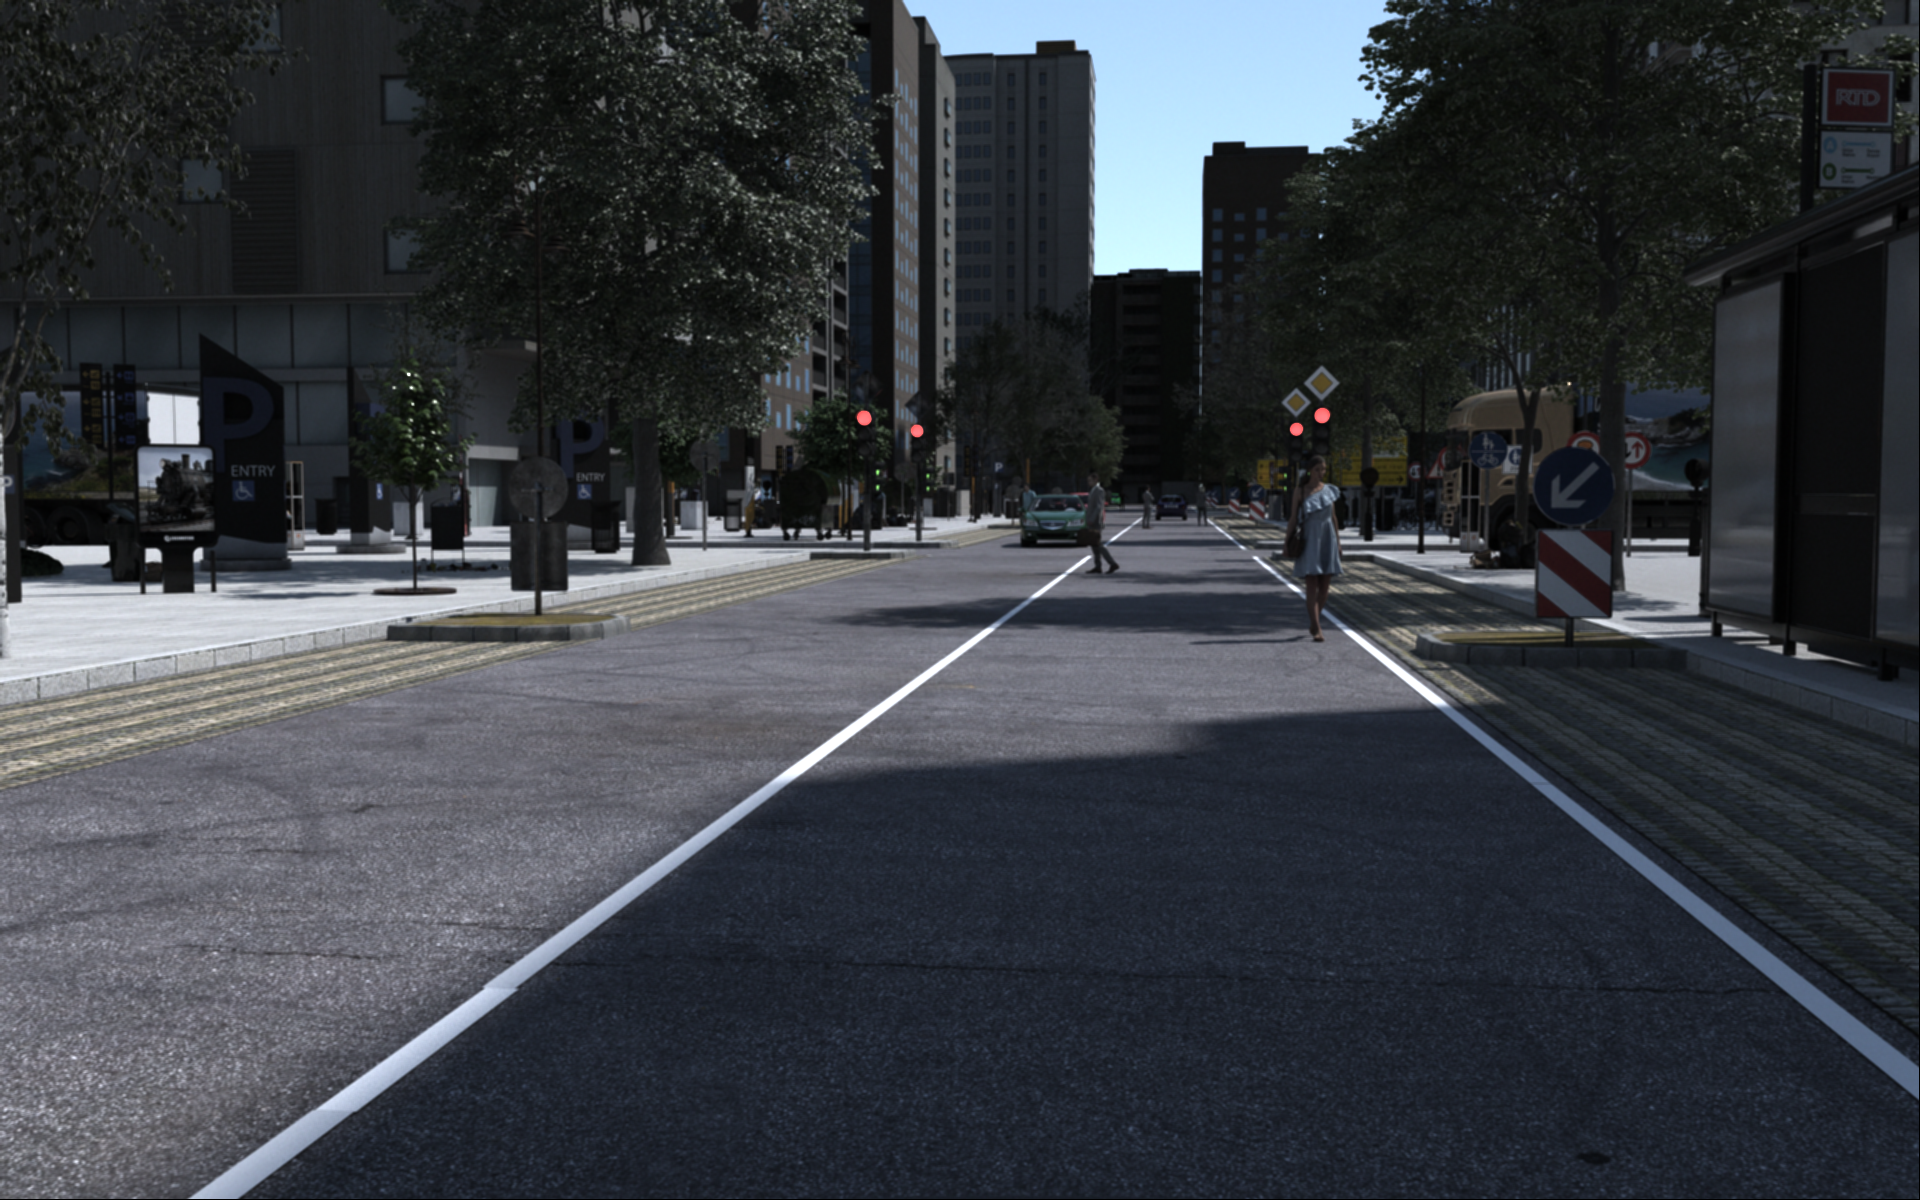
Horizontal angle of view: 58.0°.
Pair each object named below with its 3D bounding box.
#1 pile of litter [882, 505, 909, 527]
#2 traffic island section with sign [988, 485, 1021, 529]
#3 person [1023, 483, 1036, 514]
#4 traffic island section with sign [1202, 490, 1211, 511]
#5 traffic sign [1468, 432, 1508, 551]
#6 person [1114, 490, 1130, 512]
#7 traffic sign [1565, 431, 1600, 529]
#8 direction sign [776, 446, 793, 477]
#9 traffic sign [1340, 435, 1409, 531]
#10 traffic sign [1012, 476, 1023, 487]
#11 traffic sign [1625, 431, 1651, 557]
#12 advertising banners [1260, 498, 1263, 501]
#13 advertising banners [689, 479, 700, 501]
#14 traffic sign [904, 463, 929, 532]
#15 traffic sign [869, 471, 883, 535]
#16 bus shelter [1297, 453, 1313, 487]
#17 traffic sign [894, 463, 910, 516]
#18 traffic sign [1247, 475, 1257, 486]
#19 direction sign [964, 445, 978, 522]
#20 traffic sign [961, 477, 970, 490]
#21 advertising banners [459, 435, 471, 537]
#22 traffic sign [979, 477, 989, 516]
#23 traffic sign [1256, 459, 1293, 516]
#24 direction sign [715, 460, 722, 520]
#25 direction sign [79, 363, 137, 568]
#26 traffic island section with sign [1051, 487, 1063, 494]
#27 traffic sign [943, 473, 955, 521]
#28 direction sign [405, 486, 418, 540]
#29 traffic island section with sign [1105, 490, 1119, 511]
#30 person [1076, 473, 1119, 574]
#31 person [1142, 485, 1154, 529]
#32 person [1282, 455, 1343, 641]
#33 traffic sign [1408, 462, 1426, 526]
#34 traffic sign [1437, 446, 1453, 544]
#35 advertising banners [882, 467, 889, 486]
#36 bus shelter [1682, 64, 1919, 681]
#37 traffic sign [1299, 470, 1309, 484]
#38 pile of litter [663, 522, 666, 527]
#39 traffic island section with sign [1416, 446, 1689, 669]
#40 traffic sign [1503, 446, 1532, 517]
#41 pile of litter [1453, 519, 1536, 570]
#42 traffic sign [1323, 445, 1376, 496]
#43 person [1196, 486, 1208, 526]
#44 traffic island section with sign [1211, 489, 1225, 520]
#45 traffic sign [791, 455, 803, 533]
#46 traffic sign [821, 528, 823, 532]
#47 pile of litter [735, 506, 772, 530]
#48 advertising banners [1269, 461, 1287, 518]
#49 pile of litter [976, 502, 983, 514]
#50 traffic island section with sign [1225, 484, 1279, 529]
[{"bbox_3d":[-2.767,-3.269,67.412,1.719,0.858,1.176,-1,4,-19],"label":"pile of litter"},{"bbox_3d":[2.224,-3.843,71.466,1.989,1.847,2.006,0,4,7],"label":"traffic island section with sign"},{"bbox_3d":[2.466,-3.158,60.156,0.660,1.820,0.620,3,5,39],"label":"person"},{"bbox_3d":[21.411,-8.452,146.825,1.989,1.847,2.006,0,4,7],"label":"traffic island section with sign"},{"bbox_3d":[10.772,-2.158,35.396,0.768,2.556,0.104,1,4,13],"label":"traffic sign"},{"bbox_3d":[12.890,-7.873,137.739,1.217,1.766,0.721,1,4,16],"label":"person"},{"bbox_3d":[12.600,-2.133,34.988,0.768,2.556,0.104,1,4,14],"label":"traffic sign"},{"bbox_3d":[-8.192,-5.439,80.929,0.876,3.537,0.379,1,4,21],"label":"direction sign"},{"bbox_3d":[14.222,-4.014,59.498,2.265,3.308,0.079,1,4,15],"label":"traffic sign"},{"bbox_3d":[4.015,-7.451,121.934,0.768,2.556,0.104,1,4,9],"label":"traffic sign"},{"bbox_3d":[13.615,-2.146,35.197,0.768,2.556,0.104,1,4,10],"label":"traffic sign"},{"bbox_3d":[17.893,-6.518,102.753,0.090,3.025,2.074,2,4,28],"label":"advertising banners"},{"bbox_3d":[-14.013,-5.833,91.560,0.090,3.025,2.074,-2,4,-24],"label":"advertising banners"},{"bbox_3d":[-1.489,-3.615,59.115,0.884,2.594,0.081,1,4,12],"label":"traffic sign"},{"bbox_3d":[-2.831,-3.318,54.247,0.884,2.594,0.081,1,4,14],"label":"traffic sign"},{"bbox_3d":[18.995,-7.043,92.784,2.179,5.291,8.768,0,4,7],"label":"bus shelter"},{"bbox_3d":[-2.329,-4.293,70.302,0.768,2.556,0.104,1,4,16],"label":"traffic sign"},{"bbox_3d":[19.778,-7.149,116.890,0.884,2.594,0.081,1,4,9],"label":"traffic sign"},{"bbox_3d":[0.515,-5.381,79.975,0.876,3.537,0.379,3,5,44],"label":"direction sign"},{"bbox_3d":[0.368,-6.194,103.403,0.606,2.300,0.079,1,4,10],"label":"traffic sign"},{"bbox_3d":[-14.862,-3.411,51.956,0.090,3.025,2.074,0,4,-8],"label":"advertising banners"},{"bbox_3d":[1.403,-6.073,101.424,0.606,2.300,0.079,1,4,9],"label":"traffic sign"},{"bbox_3d":[18.236,-6.481,99.834,2.265,3.308,0.079,1,4,15],"label":"traffic sign"},{"bbox_3d":[-11.873,-5.696,85.133,0.379,3.537,0.876,0,4,2],"label":"direction sign"},{"bbox_3d":[-14.802,-2.335,30.179,0.876,3.537,0.379,-3,4,-36],"label":"direction sign"},{"bbox_3d":[5.552,-5.485,98.308,1.989,1.847,2.006,0,4,7],"label":"traffic island section with sign"},{"bbox_3d":[-0.540,-4.901,82.254,0.606,2.300,0.079,1,4,17],"label":"traffic sign"},{"bbox_3d":[-15.489,-3.474,48.799,0.379,3.537,0.876,-2,4,-27],"label":"direction sign"},{"bbox_3d":[15.070,-10.174,174.974,1.989,1.847,2.006,0,4,7],"label":"traffic island section with sign"},{"bbox_3d":[2.444,-1.387,31.304,0.853,1.813,0.709,-1,4,-15],"label":"person"},{"bbox_3d":[7.820,-3.860,71.794,0.466,1.800,0.511,-3,5,-44],"label":"person"},{"bbox_3d":[3.469,-0.519,17.077,0.616,1.811,0.778,0,4,2],"label":"person"},{"bbox_3d":[18.112,-4.202,68.812,0.768,2.556,0.104,1,4,10],"label":"traffic sign"},{"bbox_3d":[12.746,-2.739,44.888,0.768,2.556,0.104,1,4,10],"label":"traffic sign"},{"bbox_3d":[-4.221,-7.181,113.591,2.074,3.025,0.090,-2,4,-26],"label":"advertising banners"},{"bbox_3d":[7.404,-2.223,13.981,2.179,5.291,8.768,0,4,7],"label":"bus shelter"},{"bbox_3d":[14.581,-4.337,73.047,0.606,2.300,0.079,1,4,12],"label":"traffic sign"},{"bbox_3d":[-12.245,-3.341,68.583,1.719,0.858,1.176,3,5,40],"label":"pile of litter"},{"bbox_3d":[5.085,-0.400,15.172,1.989,1.847,2.006,0,4,7],"label":"traffic island section with sign"},{"bbox_3d":[11.614,-2.080,36.143,0.606,2.300,0.079,1,4,12],"label":"traffic sign"},{"bbox_3d":[9.314,-0.969,29.815,1.719,0.858,1.176,0,4,4],"label":"pile of litter"},{"bbox_3d":[15.607,-4.640,69.745,2.265,3.308,0.079,0,4,8],"label":"traffic sign"},{"bbox_3d":[10.811,-4.209,77.495,0.537,1.800,0.526,3,4,37],"label":"person"},{"bbox_3d":[15.306,-5.440,97.573,1.989,1.847,2.006,0,4,7],"label":"traffic island section with sign"},{"bbox_3d":[-5.260,-3.476,56.829,0.884,2.594,0.081,1,4,15],"label":"traffic sign"},{"bbox_3d":[-4.593,-3.514,57.461,0.884,2.594,0.081,1,4,14],"label":"traffic sign"},{"bbox_3d":[-7.594,-3.024,63.415,1.176,0.858,1.719,3,5,44],"label":"pile of litter"},{"bbox_3d":[17.012,-5.883,92.379,0.090,3.025,2.074,-1,4,-19],"label":"advertising banners"},{"bbox_3d":[0.892,-6.049,112.871,1.176,0.858,1.719,0,4,-7],"label":"pile of litter"},{"bbox_3d":[11.972,-3.795,70.681,1.989,1.847,2.006,0,4,7],"label":"traffic island section with sign"}]
